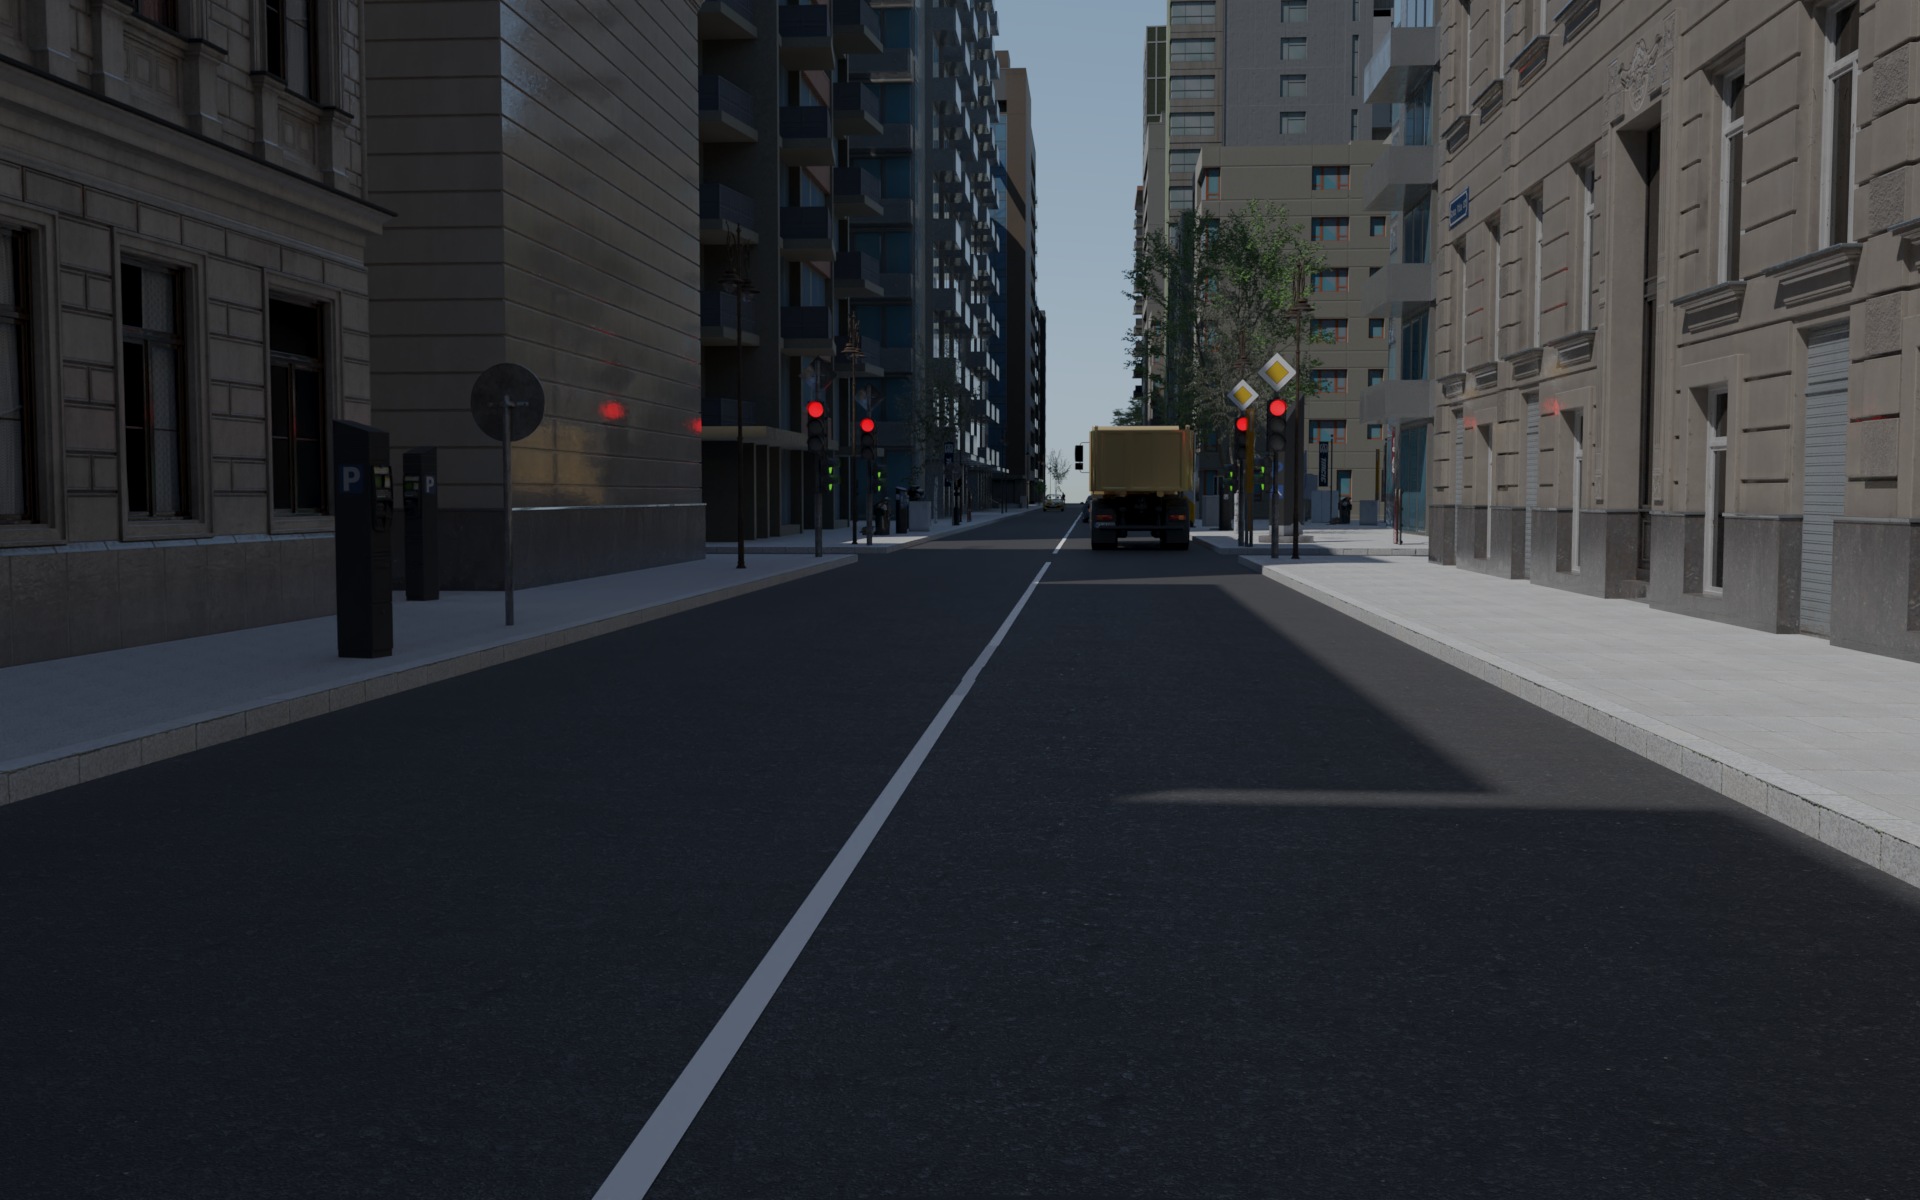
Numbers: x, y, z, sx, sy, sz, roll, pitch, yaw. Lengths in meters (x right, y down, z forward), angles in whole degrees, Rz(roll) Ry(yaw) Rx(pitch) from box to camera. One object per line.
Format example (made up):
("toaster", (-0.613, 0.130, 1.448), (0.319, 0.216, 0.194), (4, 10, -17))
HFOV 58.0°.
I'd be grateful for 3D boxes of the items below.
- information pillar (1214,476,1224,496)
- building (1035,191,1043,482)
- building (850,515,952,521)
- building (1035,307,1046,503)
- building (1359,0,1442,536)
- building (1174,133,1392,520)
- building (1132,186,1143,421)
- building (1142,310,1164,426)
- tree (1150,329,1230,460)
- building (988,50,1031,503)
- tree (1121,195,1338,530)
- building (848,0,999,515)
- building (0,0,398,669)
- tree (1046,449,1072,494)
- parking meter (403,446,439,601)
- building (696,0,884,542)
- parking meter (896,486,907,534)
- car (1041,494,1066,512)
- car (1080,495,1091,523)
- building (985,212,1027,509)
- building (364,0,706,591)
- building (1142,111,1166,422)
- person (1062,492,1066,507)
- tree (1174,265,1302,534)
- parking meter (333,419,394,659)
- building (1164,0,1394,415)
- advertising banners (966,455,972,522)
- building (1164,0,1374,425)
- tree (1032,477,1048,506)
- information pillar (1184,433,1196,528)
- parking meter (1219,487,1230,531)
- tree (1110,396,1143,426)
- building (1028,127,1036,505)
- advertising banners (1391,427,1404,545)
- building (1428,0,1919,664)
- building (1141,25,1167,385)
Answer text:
("information pillar", (10.423, -3.995, 69.807), (0.304, 2.012, 0.304), (-2, 4, -23))
("building", (-0.610, -37.920, 239.602), (23.786, 49.044, 30.456), (0, 4, 4))
("building", (-10.655, -29.093, 95.280), (23.786, 49.044, 30.456), (0, 4, 4))
("building", (5.820, -30.009, 262.355), (14.160, 30.474, 14.107), (0, 4, 4))
("building", (28.362, -26.598, 54.492), (30.456, 49.044, 23.786), (0, 4, 4))
("building", (26.924, -15.584, 99.831), (27.650, 21.520, 28.899), (0, 4, 4))
("building", (35.145, -35.815, 240.192), (22.147, 44.769, 28.867), (0, 4, 4))
("building", (32.880, -20.273, 176.503), (27.650, 21.520, 28.899), (0, 4, 4))
("tree", (10.391, -7.808, 78.021), (4.737, 8.622, 4.395), (0, 3, 0))
("building", (0.192, -32.396, 179.792), (14.600, 45.320, 14.200), (0, 4, 4))
("tree", (9.480, -8.313, 61.666), (9.928, 11.665, 9.643), (0, 3, 0))
("building", (-8.502, -31.460, 133.979), (23.786, 49.044, 30.456), (0, 4, 4))
("building", (-11.901, -8.923, 10.522), (10.561, 19.102, 19.286), (0, 4, 4))
("tree", (15.541, -19.977, 276.987), (4.737, 8.622, 4.395), (0, 3, 0))
("parking meter", (-6.493, -0.926, 20.858), (0.255, 1.863, 0.399), (1, 4, 17))
("building", (-14.474, -24.671, 58.002), (22.147, 44.769, 28.867), (0, 4, 4))
("parking meter", (-1.900, -2.918, 56.118), (0.372, 1.533, 0.369), (0, 3, 0))
("car", (7.758, -8.143, 143.359), (2.015, 1.641, 3.980), (0, 4, 5))
("car", (7.105, -4.639, 87.854), (2.014, 1.417, 4.499), (0, 4, 3))
("building", (-9.992, -28.730, 161.618), (32.217, 40.220, 23.993), (0, 4, 4))
("building", (-17.543, -14.157, 28.733), (25.104, 27.353, 12.463), (0, 4, 4))
("building", (33.619, -36.161, 214.933), (21.300, 48.544, 21.600), (0, 4, 4))
("person", (11.111, -10.751, 185.746), (0.415, 1.643, 0.593), (2, 4, 29))
("tree", (8.869, -6.416, 55.260), (4.360, 8.622, 3.978), (0, 3, 0))
("parking meter", (-4.677, -0.482, 13.599), (0.399, 1.863, 0.255), (1, 4, 19))
("building", (31.426, -34.123, 147.152), (28.713, 52.752, 27.495), (0, 4, 4))
("advertising banners", (0.389, -5.058, 78.882), (0.090, 3.025, 2.074), (0, 4, 7))
("building", (22.066, -27.109, 126.834), (14.154, 41.232, 14.086), (0, 4, 4))
("tree", (9.091, -12.228, 194.522), (1.663, 3.219, 1.824), (0, 3, 0))
("information pillar", (8.798, -4.585, 66.311), (0.504, 3.616, 0.183), (3, 5, 40))
("parking meter", (9.297, -3.211, 60.906), (0.372, 1.533, 0.369), (0, 3, 0))
("tree", (20.216, -17.281, 200.673), (7.486, 12.596, 7.792), (0, 3, 0))
("building", (-1.704, -36.082, 213.645), (21.300, 48.544, 21.600), (0, 4, 4))
("advertising banners", (11.192, -2.947, 44.364), (0.090, 3.025, 2.074), (0, 4, 7))
("building", (13.438, -13.565, 19.058), (12.463, 27.353, 25.104), (0, 4, 4))
("building", (36.061, -50.510, 264.082), (20.563, 71.187, 20.611), (0, 4, 4))
